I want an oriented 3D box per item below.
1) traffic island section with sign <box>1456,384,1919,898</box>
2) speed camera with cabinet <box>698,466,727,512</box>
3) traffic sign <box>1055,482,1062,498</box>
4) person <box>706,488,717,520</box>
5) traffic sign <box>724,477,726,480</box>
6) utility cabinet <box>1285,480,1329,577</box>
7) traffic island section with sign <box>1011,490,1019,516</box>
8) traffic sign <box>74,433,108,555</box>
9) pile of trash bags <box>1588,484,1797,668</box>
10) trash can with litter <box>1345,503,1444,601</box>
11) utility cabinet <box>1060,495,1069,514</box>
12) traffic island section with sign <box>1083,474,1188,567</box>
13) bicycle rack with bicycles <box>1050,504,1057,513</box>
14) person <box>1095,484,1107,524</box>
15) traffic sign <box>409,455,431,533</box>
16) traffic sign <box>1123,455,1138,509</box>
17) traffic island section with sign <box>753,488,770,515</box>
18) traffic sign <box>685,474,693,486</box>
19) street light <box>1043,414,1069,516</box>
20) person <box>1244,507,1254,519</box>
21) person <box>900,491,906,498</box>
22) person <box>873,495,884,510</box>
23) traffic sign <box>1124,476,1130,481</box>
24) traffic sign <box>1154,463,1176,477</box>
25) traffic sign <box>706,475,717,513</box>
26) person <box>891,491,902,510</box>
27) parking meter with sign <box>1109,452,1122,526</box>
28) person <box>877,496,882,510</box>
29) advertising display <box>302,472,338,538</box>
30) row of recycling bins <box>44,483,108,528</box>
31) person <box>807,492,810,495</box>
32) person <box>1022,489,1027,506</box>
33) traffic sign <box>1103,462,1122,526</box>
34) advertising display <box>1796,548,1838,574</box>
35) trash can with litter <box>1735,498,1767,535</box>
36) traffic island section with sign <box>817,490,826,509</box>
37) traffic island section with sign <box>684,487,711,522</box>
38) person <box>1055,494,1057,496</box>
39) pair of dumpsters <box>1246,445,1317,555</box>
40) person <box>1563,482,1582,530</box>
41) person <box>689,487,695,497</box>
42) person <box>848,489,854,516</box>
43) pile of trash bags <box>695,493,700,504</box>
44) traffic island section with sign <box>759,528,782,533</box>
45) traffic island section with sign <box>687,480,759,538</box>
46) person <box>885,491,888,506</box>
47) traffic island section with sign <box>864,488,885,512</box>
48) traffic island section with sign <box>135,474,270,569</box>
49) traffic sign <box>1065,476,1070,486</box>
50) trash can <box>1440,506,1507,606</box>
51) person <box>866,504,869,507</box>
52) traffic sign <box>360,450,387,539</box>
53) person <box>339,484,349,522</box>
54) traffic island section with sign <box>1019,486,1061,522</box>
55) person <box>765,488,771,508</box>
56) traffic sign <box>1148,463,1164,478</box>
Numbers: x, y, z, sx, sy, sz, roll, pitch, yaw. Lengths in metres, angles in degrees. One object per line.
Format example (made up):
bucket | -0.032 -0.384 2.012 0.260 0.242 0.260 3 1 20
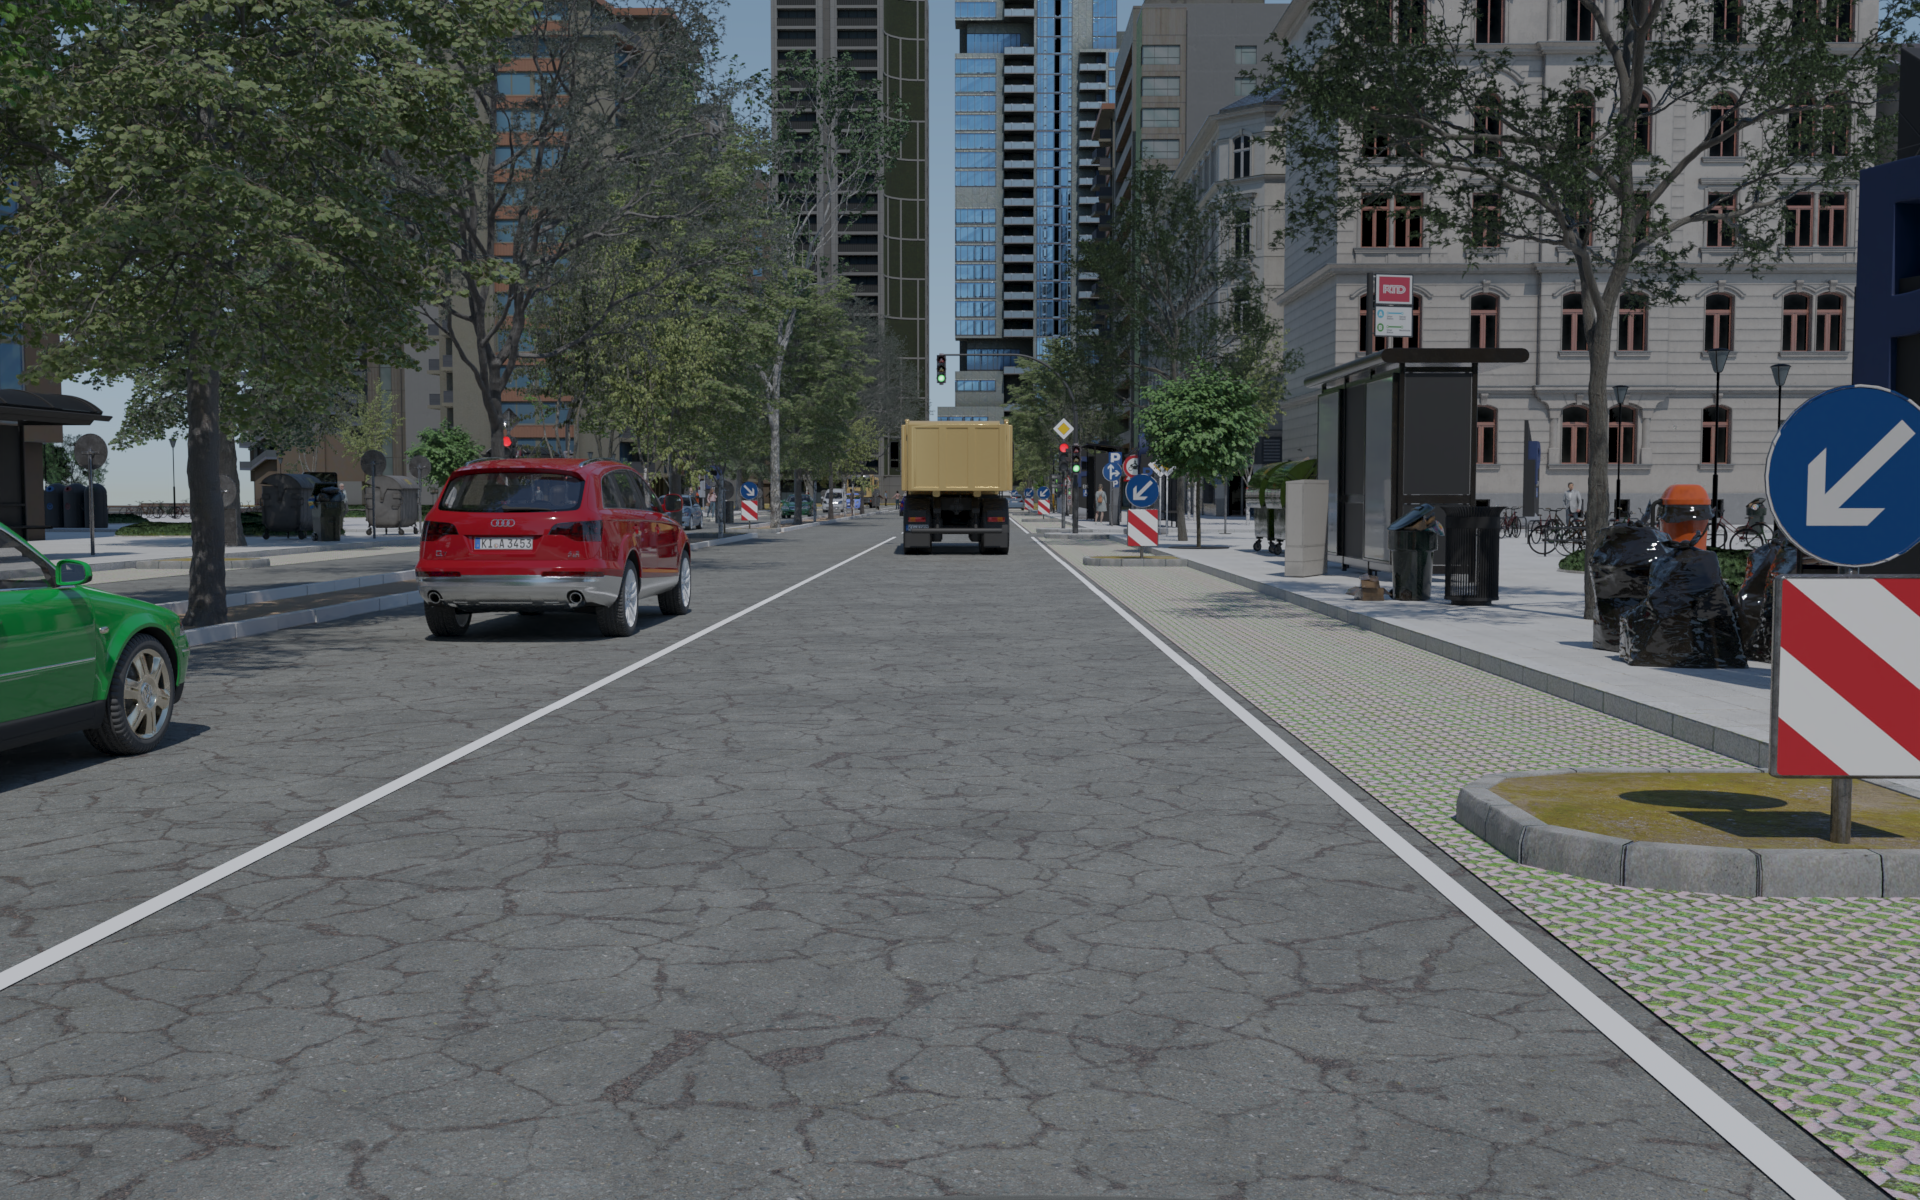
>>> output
traffic island section with sign | 3.149 0.097 7.050 1.989 1.847 2.006 0 4 1
speed camera with cabinet | -17.415 -7.797 121.809 2.038 3.252 0.660 -3 4 -38
traffic sign | 7.305 -7.954 130.146 0.768 2.556 0.104 0 4 4
person | -13.869 -5.341 96.414 0.593 1.750 0.643 -1 4 -23
traffic sign | -16.954 -7.519 123.038 0.768 2.556 0.104 0 4 5
utility cabinet | 5.406 -1.123 27.037 0.318 1.500 1.173 2 4 30
traffic island section with sign | 4.491 -6.554 115.781 1.989 1.847 2.006 0 4 1
traffic sign | -18.220 -2.214 36.313 0.768 2.556 0.104 0 4 8
pile of trash bags | 6.175 -0.276 14.261 1.912 1.369 3.447 1 4 13
trash can with litter | 5.232 -0.578 20.842 1.055 1.170 0.624 0 4 -7
utility cabinet | 7.038 -6.194 112.433 1.020 1.237 0.306 -1 4 -21
traffic island section with sign | 3.496 -1.606 34.887 1.989 1.847 2.006 0 4 1
bicycle rack with bicycles | 7.284 -6.571 120.823 2.925 0.926 2.852 1 4 16
person | 5.938 -4.043 73.142 0.512 1.701 0.522 1 4 9
traffic sign | -17.737 -3.472 56.868 0.768 2.556 0.104 0 4 8
traffic sign | 5.668 -3.429 56.177 0.768 2.556 0.104 0 4 6
traffic island section with sign | -13.628 -6.617 116.814 1.989 1.847 2.006 0 4 1
traffic sign | -17.582 -6.882 112.623 0.768 2.556 0.104 0 4 4
street light | 5.706 -7.865 101.133 1.470 5.913 1.316 0 4 1
person | 15.193 -4.773 89.573 1.012 1.151 0.738 0 4 7
person | -5.616 -10.332 178.166 1.217 1.736 0.721 1 4 11
person | -6.885 -8.353 145.587 1.217 1.766 0.721 2 4 30
traffic sign | 7.216 -4.384 71.676 0.884 2.594 0.081 0 4 5
traffic sign | 6.329 -3.245 52.788 0.795 2.593 0.064 0 4 6
traffic sign | -16.450 -7.002 114.584 0.768 2.556 0.104 0 4 7
person | -5.774 -9.126 158.425 1.217 1.736 0.721 -3 4 -39
parking meter with sign | 6.374 -4.594 71.369 0.543 3.016 1.738 0 4 6
person | -7.251 -8.961 155.720 0.721 1.735 1.217 1 4 18
advertising display | -18.669 -2.773 50.547 0.974 1.923 0.123 -2 4 -28
row of recycling bins | -33.937 -3.583 65.699 3.534 1.692 1.069 1 4 12
person | -18.513 -12.466 209.805 0.705 1.831 1.348 2 4 30
person | 7.393 -11.496 193.989 0.705 1.826 1.348 -2 4 -30
traffic sign | 6.067 -4.214 69.012 0.768 2.556 0.104 0 4 5
advertising display | 6.001 -0.378 11.401 0.123 1.923 0.974 -2 4 -33
trash can with litter | 24.922 -2.648 54.686 0.624 1.170 1.055 -1 4 -19
traffic island section with sign | -13.011 -9.638 166.209 1.989 1.847 2.006 0 4 1
traffic island section with sign | -13.957 -4.946 89.502 1.989 1.847 2.006 0 4 1
person | 10.415 -11.578 195.350 1.348 1.823 0.705 -1 4 -10
pair of dumpsters | 7.172 -2.094 36.737 1.574 2.255 4.437 0 4 1
person | 21.172 -3.152 59.887 0.661 1.843 0.795 3 5 40
person | -13.515 -4.815 87.650 0.534 1.772 0.576 -2 4 -33
person | -6.764 -6.047 107.707 0.374 1.781 0.599 1 4 19
pile of trash bags | -16.957 -5.815 104.824 3.447 1.369 1.912 3 5 41
traffic island section with sign | -7.697 -3.419 64.033 2.006 1.907 1.989 0 4 1
traffic island section with sign | -7.798 -2.966 56.626 2.006 1.907 1.989 0 4 1
person | -8.755 -12.052 205.528 0.705 1.826 1.348 1 4 8
traffic island section with sign | -6.788 -8.014 139.166 2.006 1.907 1.989 0 4 1
traffic island section with sign | -14.641 -1.537 33.765 1.989 1.847 2.006 0 4 1
traffic sign | 7.258 -7.154 116.964 0.884 2.594 0.081 0 4 7
trash can | 5.926 -0.513 20.037 0.748 1.137 0.748 0 3 0
person | -10.419 -11.354 194.961 1.217 1.723 0.721 -3 4 -36
traffic sign | -16.884 -3.043 49.860 0.768 2.556 0.104 0 4 4
person | -28.464 -4.467 79.563 0.515 1.767 0.782 1 4 20
traffic island section with sign | 4.160 -4.905 88.828 1.989 1.847 2.006 0 4 1
person | -17.506 -9.430 159.854 0.705 1.869 1.348 2 4 35
traffic sign | 6.297 -3.336 54.274 0.795 2.593 0.064 0 4 1
